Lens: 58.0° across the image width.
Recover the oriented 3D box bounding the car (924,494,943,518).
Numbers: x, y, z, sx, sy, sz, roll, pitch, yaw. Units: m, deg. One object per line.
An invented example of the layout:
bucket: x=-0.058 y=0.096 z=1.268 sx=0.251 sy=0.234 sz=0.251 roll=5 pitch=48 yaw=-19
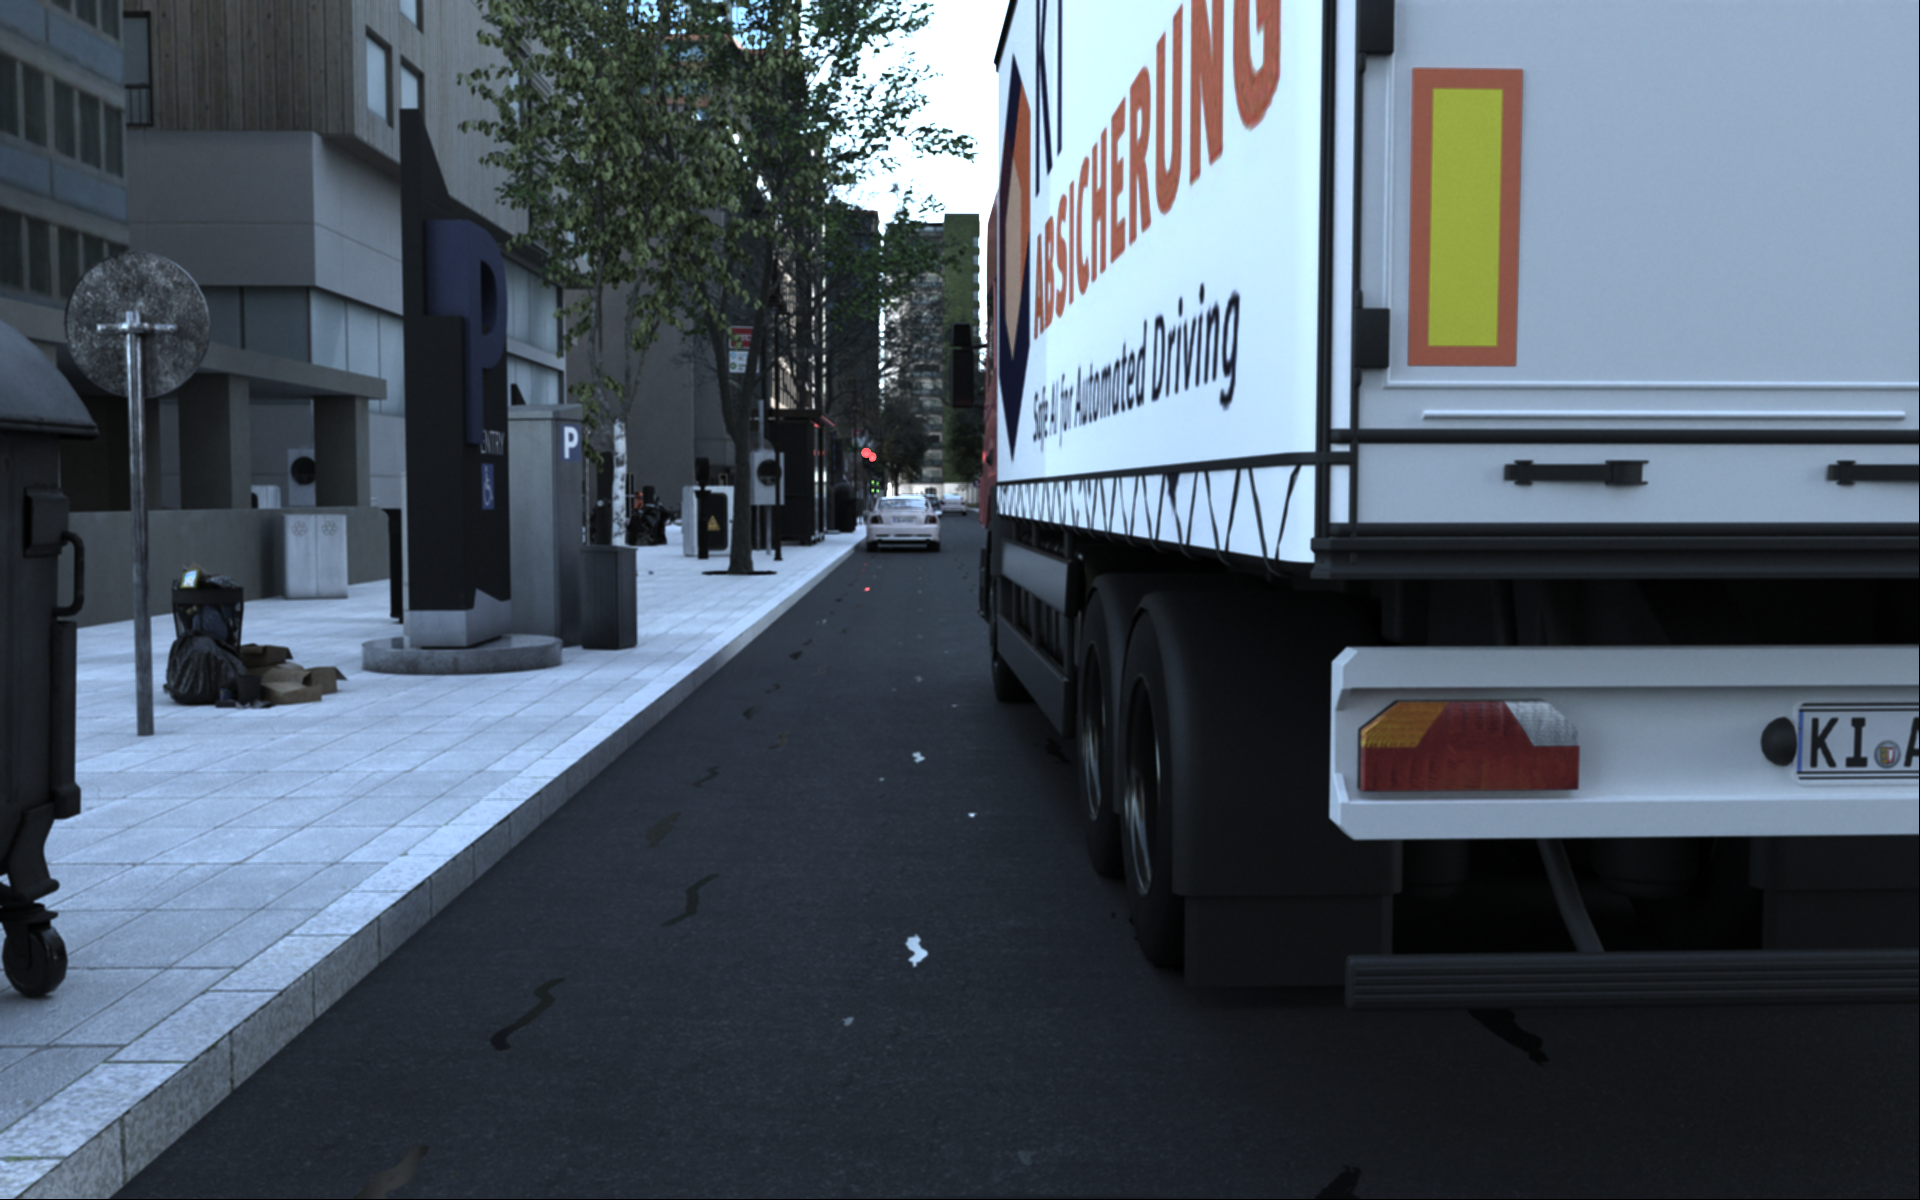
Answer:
car: x=-2.029 y=-5.591 z=103.416 sx=2.014 sy=1.417 sz=4.499 roll=0 pitch=4 yaw=0

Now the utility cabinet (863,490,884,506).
utility cabinet: x=-4.941 y=-5.498 z=98.565 sx=1.173 sy=1.500 sz=0.318 roll=1 pitch=4 yaw=10

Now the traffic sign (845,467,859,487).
traffic sign: x=-5.081 y=-5.035 z=82.421 sx=0.768 sy=2.556 sz=0.104 roll=0 pitch=4 yaw=6

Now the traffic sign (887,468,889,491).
traffic sign: x=-6.688 y=-8.642 z=135.163 sx=2.265 sy=3.308 sz=0.079 roll=0 pitch=4 yaw=8

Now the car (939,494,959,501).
car: x=-0.715 y=-7.944 z=138.683 sx=1.959 sy=1.807 sz=4.718 roll=0 pitch=4 yaw=0

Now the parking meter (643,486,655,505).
parking meter: x=-9.761 y=-2.810 z=54.361 sx=0.372 sy=1.533 sz=0.369 roll=0 pitch=3 yaw=0

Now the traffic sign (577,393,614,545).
traffic sign: x=-4.676 y=-1.327 z=21.703 sx=0.884 sy=2.594 sz=0.081 roll=0 pitch=4 yaw=1

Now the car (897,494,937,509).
car: x=-1.922 y=-3.651 z=69.484 sx=2.009 sy=1.686 sz=4.222 roll=0 pitch=4 yaw=-2

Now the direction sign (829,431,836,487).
direction sign: x=-4.623 y=-4.331 z=62.806 sx=0.379 sy=3.537 sz=0.876 roll=-1 pitch=4 yaw=-20

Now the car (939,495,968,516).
car: x=-0.494 y=-6.399 z=116.988 sx=2.083 sy=1.381 sz=4.827 roll=0 pitch=4 yaw=-1

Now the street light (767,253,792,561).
street light: x=-3.520 y=-3.703 z=33.340 sx=0.468 sy=5.910 sz=1.993 roll=0 pitch=4 yaw=-1

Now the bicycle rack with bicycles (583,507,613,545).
bicycle rack with bicycles: x=-9.771 y=-1.676 z=40.790 sx=2.925 sy=0.926 sz=2.852 roll=2 pitch=4 yaw=27

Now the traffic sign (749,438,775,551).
traffic sign: x=-4.551 y=-2.380 z=39.014 sx=0.768 sy=2.556 sz=0.104 roll=0 pitch=4 yaw=6

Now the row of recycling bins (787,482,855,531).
row of recycling bins: x=-5.227 y=-3.285 z=60.828 sx=3.534 sy=1.692 sz=1.069 roll=-2 pitch=4 yaw=-35

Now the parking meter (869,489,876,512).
parking meter: x=-4.376 y=-4.783 z=86.621 sx=0.372 sy=1.533 sz=0.369 roll=0 pitch=3 yaw=0

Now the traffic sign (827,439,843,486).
traffic sign: x=-5.397 y=-4.263 z=63.577 sx=2.265 sy=3.308 sz=0.079 roll=0 pitch=4 yaw=8

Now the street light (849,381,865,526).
street light: x=-4.195 y=-5.908 z=69.378 sx=0.468 sy=5.910 sz=1.993 roll=0 pitch=4 yaw=-1

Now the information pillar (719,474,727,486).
information pillar: x=-8.661 y=-3.602 z=63.384 sx=0.304 sy=2.012 sz=0.304 roll=0 pitch=4 yaw=-6

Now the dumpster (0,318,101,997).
dumpster: x=-2.860 y=0.128 z=3.670 sx=1.264 sy=1.857 sz=1.865 roll=0 pitch=4 yaw=-1

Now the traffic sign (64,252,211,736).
traffic sign: x=-4.334 y=-0.552 z=9.138 sx=0.768 sy=2.556 sz=0.104 roll=0 pitch=4 yaw=0

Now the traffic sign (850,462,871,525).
traffic sign: x=-4.067 y=-4.322 z=70.661 sx=0.884 sy=2.594 sz=0.081 roll=0 pitch=4 yaw=5

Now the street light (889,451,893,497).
street light: x=-6.080 y=-10.995 z=152.563 sx=0.468 sy=5.910 sz=1.993 roll=0 pitch=4 yaw=-1

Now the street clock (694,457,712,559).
street clock: x=-5.076 y=-1.811 z=34.184 sx=0.358 sy=2.002 sz=0.471 roll=-1 pitch=4 yaw=-14

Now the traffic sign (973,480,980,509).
traffic sign: x=1.537 y=-9.295 z=152.073 sx=0.768 sy=2.556 sz=0.104 roll=0 pitch=4 yaw=3

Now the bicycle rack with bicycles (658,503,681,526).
bicycle rack with bicycles: x=-11.378 y=-3.496 z=70.536 sx=2.925 sy=0.926 sz=2.852 roll=1 pitch=4 yaw=21

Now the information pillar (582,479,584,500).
information pillar: x=-19.049 y=-5.045 z=86.971 sx=0.304 sy=2.012 sz=0.304 roll=1 pitch=4 yaw=14

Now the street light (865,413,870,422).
street light: x=-4.442 y=-6.588 z=80.493 sx=0.468 sy=5.910 sz=1.993 roll=0 pitch=4 yaw=-1

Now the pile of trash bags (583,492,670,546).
pile of trash bags: x=-7.786 y=-2.066 z=43.528 sx=3.447 sy=1.369 sz=1.912 roll=1 pitch=4 yaw=20

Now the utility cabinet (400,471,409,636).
utility cabinet: x=-4.443 y=-0.430 z=15.718 sx=1.173 sy=1.500 sz=0.318 roll=-3 pitch=5 yaw=-40

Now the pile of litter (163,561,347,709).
pile of litter: x=-4.562 y=0.174 z=11.127 sx=1.176 sy=0.858 sz=1.719 roll=-1 pitch=4 yaw=-10

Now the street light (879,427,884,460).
street light: x=-5.310 y=-8.791 z=116.527 sx=0.468 sy=5.910 sz=1.993 roll=0 pitch=4 yaw=-1

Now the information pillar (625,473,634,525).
information pillar: x=-11.490 y=-3.398 z=60.043 sx=0.304 sy=2.012 sz=0.304 roll=1 pitch=4 yaw=17

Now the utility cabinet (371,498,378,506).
utility cabinet: x=-11.891 y=-1.410 z=34.213 sx=0.306 sy=1.237 sz=1.020 roll=1 pitch=4 yaw=14

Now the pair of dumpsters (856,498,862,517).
pair of dumpsters: x=-6.196 y=-5.696 z=95.627 sx=1.574 sy=2.255 sz=4.437 roll=0 pitch=4 yaw=-1

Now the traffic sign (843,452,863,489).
traffic sign: x=-5.833 y=-5.510 z=83.964 sx=2.265 sy=3.308 sz=0.079 roll=0 pitch=4 yaw=3

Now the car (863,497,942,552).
car: x=-1.475 y=-1.973 z=44.624 sx=2.083 sy=1.381 sz=4.827 roll=0 pitch=4 yaw=-3
